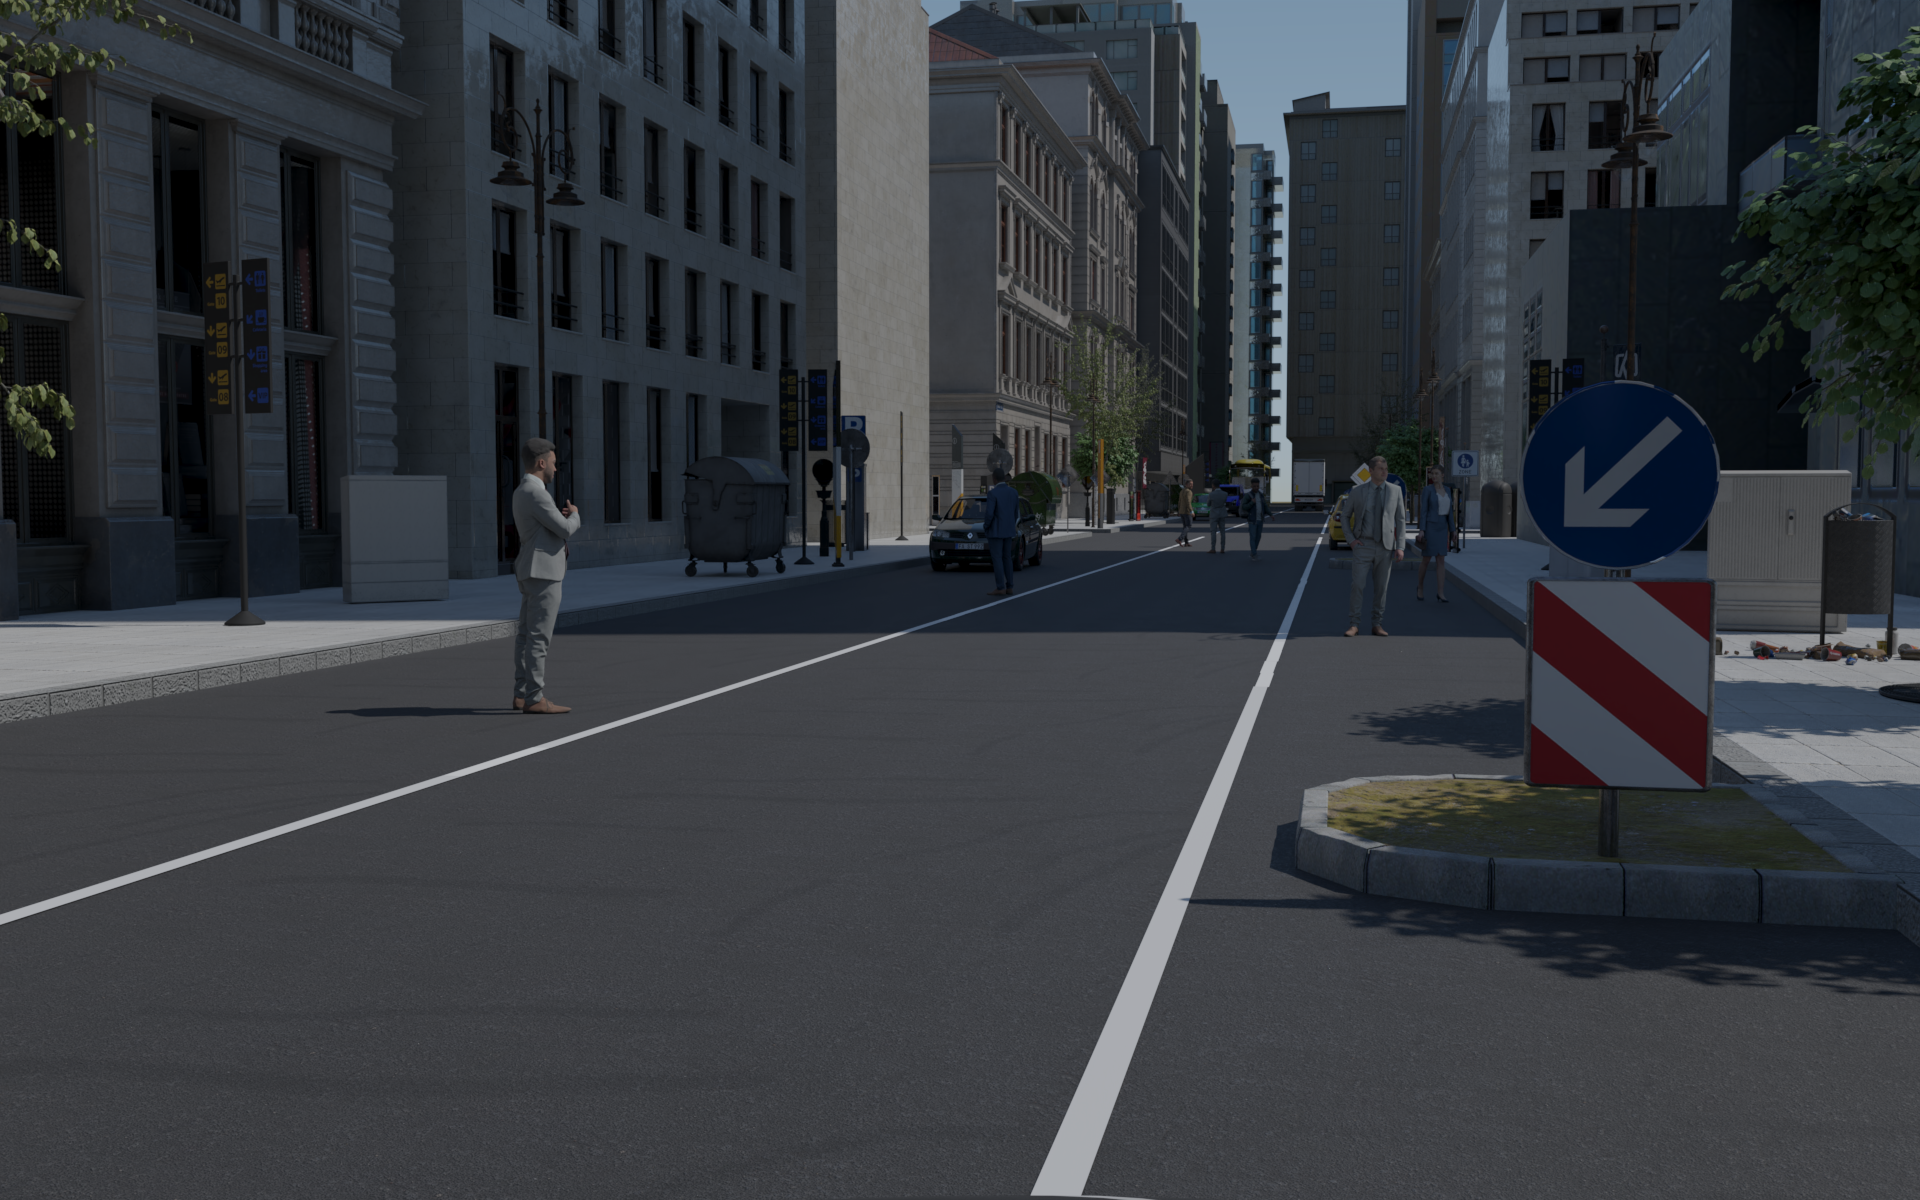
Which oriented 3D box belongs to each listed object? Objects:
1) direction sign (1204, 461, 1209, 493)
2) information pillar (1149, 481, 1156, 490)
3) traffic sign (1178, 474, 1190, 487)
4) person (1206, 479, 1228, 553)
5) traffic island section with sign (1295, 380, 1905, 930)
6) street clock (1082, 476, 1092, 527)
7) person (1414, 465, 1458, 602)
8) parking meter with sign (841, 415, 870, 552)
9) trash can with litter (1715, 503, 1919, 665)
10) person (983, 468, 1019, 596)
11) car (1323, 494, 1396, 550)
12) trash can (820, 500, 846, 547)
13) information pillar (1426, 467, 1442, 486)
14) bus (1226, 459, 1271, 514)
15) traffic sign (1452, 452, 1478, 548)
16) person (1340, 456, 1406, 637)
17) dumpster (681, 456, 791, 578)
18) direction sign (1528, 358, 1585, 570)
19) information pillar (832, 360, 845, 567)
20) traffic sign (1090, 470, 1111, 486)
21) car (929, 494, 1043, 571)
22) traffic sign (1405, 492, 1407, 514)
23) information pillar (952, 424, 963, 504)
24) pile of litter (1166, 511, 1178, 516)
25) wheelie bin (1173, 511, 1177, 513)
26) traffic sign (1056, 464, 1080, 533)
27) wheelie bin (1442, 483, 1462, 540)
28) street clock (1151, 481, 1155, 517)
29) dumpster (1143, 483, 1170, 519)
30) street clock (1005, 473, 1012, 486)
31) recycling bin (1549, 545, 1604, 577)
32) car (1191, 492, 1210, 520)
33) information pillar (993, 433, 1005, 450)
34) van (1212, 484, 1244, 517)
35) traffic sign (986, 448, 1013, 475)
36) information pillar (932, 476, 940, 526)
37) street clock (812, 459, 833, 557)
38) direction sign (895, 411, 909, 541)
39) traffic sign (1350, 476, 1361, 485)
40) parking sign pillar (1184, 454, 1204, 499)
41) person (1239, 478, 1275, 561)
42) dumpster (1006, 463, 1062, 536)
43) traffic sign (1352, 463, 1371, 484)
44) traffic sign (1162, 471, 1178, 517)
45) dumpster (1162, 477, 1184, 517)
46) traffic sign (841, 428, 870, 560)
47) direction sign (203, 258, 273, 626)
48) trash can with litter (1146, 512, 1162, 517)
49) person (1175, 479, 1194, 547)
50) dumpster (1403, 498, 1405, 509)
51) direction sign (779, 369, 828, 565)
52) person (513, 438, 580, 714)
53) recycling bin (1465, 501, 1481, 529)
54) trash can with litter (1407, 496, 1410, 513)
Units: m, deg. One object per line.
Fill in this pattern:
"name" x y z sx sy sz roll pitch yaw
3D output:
"direction sign" 16.767 -7.766 118.963 0.379 3.537 0.876 -3 5 -42
"information pillar" 11.021 -5.788 99.130 0.304 2.012 0.304 0 4 -6
"traffic sign" 14.038 -6.644 108.727 0.768 2.556 0.104 1 4 21
"person" 6.213 -2.037 41.989 0.511 1.800 0.466 -2 4 -28
"traffic island section with sign" 2.352 0.111 6.821 1.989 1.847 2.006 1 4 12
"street clock" 5.039 -3.902 68.368 0.471 2.002 0.358 0 3 0
"person" 6.348 -0.894 23.148 0.581 1.822 0.654 0 4 -4
"parking meter with sign" -2.327 -2.628 39.232 0.543 3.016 1.738 0 4 2
"trash can with litter" 6.679 -0.165 13.761 2.233 1.210 1.678 1 4 8
"person" 0.593 -0.969 24.518 0.419 1.800 0.721 3 5 41
"car" 10.591 -2.167 45.647 2.015 1.641 3.980 1 4 11
"trash can" -3.038 -1.860 42.067 0.748 1.137 0.748 0 3 0
"information pillar" 12.661 -2.557 46.301 0.304 2.012 0.304 -3 5 -39
"bus" 21.057 -8.199 125.593 2.896 3.916 12.252 1 4 12
"traffic sign" 11.901 -2.368 40.844 0.606 2.300 0.079 1 4 17
"person" 4.174 -0.545 17.508 0.635 1.810 0.391 0 4 -2
"dumpster" -3.542 -1.320 27.347 1.264 1.857 1.865 1 4 12
"direction sign" 9.996 -2.269 29.102 0.876 3.537 0.379 2 4 30
"information pillar" -2.171 -2.400 30.591 0.183 3.616 0.504 -1 4 -11
"traffic sign" 5.277 -3.760 65.123 0.795 2.450 0.064 1 4 12
"car" 0.545 -1.455 33.573 2.009 1.686 4.222 1 4 10
"traffic sign" 21.417 -5.080 83.171 0.768 2.556 0.104 1 4 15
"information pillar" -0.092 -4.074 57.963 0.183 3.616 0.504 -3 5 -42
"pile of litter" 12.146 -5.292 100.492 1.176 0.858 1.719 2 4 24
"wheelie bin" 14.604 -6.713 117.658 0.980 1.594 0.693 1 4 23
"traffic sign" 3.574 -3.283 57.321 0.795 2.450 0.064 1 4 12
"wheelie bin" 13.474 -2.473 48.348 0.980 1.594 0.693 -1 4 -11
"street clock" 10.926 -5.731 98.269 0.358 2.002 0.471 0 4 5
"dumpster" 10.292 -5.200 90.785 1.264 1.857 1.865 1 4 12
"street clock" 1.432 -3.157 56.181 0.471 2.002 0.358 -2 4 -34
"recycling bin" 8.872 -0.735 24.566 0.722 1.027 0.722 -2 4 -31
"car" 13.405 -5.238 94.437 1.959 1.807 4.718 1 4 12
"information pillar" 1.466 -4.545 65.662 0.504 3.616 0.183 0 4 7
"van" 16.733 -6.365 108.448 2.240 2.365 5.245 1 4 13
"traffic sign" 1.105 -2.953 48.389 0.768 2.556 0.104 1 4 13
"information pillar" -0.970 -3.963 69.286 0.304 2.012 0.304 0 4 -1
"street clock" -2.791 -1.896 35.563 0.471 2.002 0.358 0 4 -1
"direction sign" -1.608 -3.410 47.756 0.379 3.537 0.876 0 4 1
"traffic sign" 14.598 -3.635 63.075 0.795 2.450 0.064 1 4 12
"parking sign pillar" 15.603 -7.785 115.755 1.447 3.967 1.447 -1 4 -20
"person" 6.370 -1.745 37.385 0.623 1.781 0.721 -3 5 -41
"dumpster" 2.279 -3.130 53.668 1.502 2.255 1.985 1 4 12
"traffic sign" 12.895 -3.158 55.273 0.795 2.450 0.064 1 4 12
"traffic sign" 11.609 -5.861 95.830 0.884 2.594 0.081 1 4 16
"dumpster" 11.997 -5.857 98.255 1.502 2.255 1.985 1 4 12
"traffic sign" -2.115 -2.047 33.581 0.768 2.556 0.104 1 4 18
"direction sign" -7.014 -1.522 16.881 0.876 3.537 0.379 2 4 26
"trash can with litter" 10.800 -5.215 96.645 1.055 1.170 0.624 2 4 24
"person" 6.119 -2.351 46.852 0.656 1.842 0.836 3 5 40
"dumpster" 23.963 -5.492 95.561 1.264 1.857 1.865 1 4 12
"direction sign" -2.844 -2.416 31.505 0.876 3.537 0.379 0 4 3
"person" -2.714 -0.168 11.422 0.466 1.800 0.511 -3 5 -39
"recycling bin" 19.237 -3.169 64.368 0.722 1.027 0.722 0 4 3
"trash can with litter" 30.418 -6.416 116.280 0.624 1.170 1.055 3 4 36
